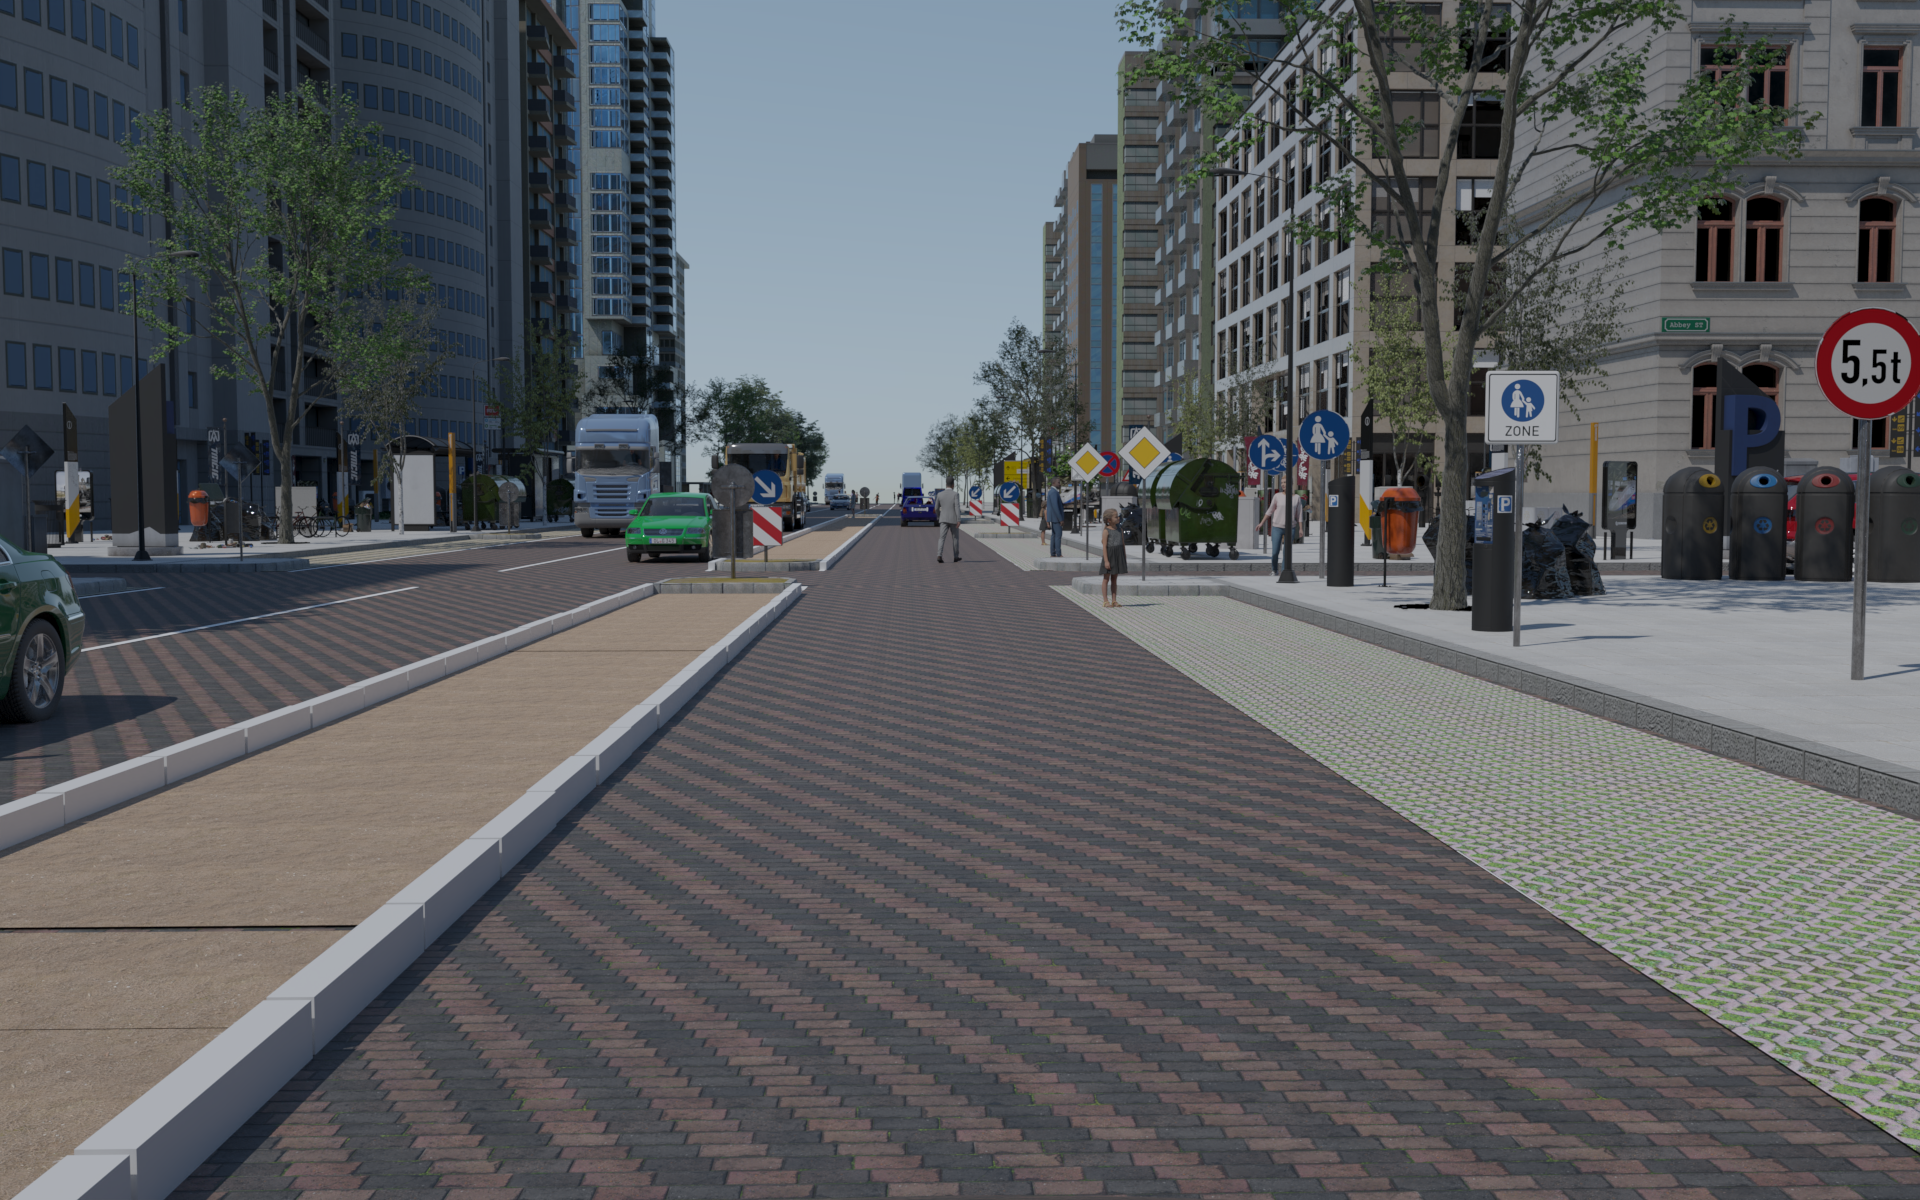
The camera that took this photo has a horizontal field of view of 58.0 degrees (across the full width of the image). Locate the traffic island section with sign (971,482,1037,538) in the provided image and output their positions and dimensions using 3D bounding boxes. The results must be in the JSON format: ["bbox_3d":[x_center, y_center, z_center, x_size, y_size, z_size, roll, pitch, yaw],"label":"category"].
[{"bbox_3d":[1.464,-2.926,56.464,1.989,1.847,2.006,0,4,-2],"label":"traffic island section with sign"}]

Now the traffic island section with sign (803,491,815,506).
[{"bbox_3d":[-19.353,-12.612,214.840,1.989,1.847,2.006,0,4,-2],"label":"traffic island section with sign"}]

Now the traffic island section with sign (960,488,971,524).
[{"bbox_3d":[0.612,-4.574,83.406,1.989,1.847,2.006,0,4,-2],"label":"traffic island section with sign"}]

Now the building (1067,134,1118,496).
[{"bbox_3d":[20.928,-34.616,216.076,14.600,45.320,14.200,0,4,-2],"label":"building"}]

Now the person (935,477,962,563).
[{"bbox_3d":[-0.242,-1.678,36.211,0.678,1.792,0.850,2,4,24],"label":"person"}]

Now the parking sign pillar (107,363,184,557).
[{"bbox_3d":[-17.014,-2.912,36.078,1.447,3.967,1.447,1,4,14],"label":"parking sign pillar"}]

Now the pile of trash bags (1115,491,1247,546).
[{"bbox_3d":[5.508,-2.072,43.630,3.447,1.369,1.912,1,4,11],"label":"pile of trash bags"}]

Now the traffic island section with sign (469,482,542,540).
[{"bbox_3d":[-14.437,-2.847,55.181,1.989,1.847,2.006,0,4,-2],"label":"traffic island section with sign"}]

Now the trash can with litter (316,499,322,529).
[{"bbox_3d":[-24.043,-3.179,63.035,1.678,1.210,2.233,2,4,33],"label":"trash can with litter"}]

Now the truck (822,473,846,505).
[{"bbox_3d":[-16.284,-14.742,230.784,2.967,4.110,18.799,0,4,-1],"label":"truck"}]

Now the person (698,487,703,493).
[{"bbox_3d":[-13.354,-4.949,89.761,0.599,1.781,0.374,-1,4,-11],"label":"person"}]

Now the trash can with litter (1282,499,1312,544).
[{"bbox_3d":[8.533,-2.015,44.329,0.624,1.170,1.055,2,4,35],"label":"trash can with litter"}]

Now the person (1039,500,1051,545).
[{"bbox_3d":[2.376,-2.140,48.164,0.373,1.253,0.362,-1,4,-10],"label":"person"}]

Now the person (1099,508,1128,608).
[{"bbox_3d":[1.947,-0.528,21.806,0.362,1.253,0.373,-2,4,-31],"label":"person"}]

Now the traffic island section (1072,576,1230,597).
[{"bbox_3d":[2.733,-0.203,25.603,2.009,0.180,2.903,0,4,-2],"label":"traffic island section"}]

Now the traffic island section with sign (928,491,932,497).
[{"bbox_3d":[-1.746,-9.290,160.526,1.989,1.847,2.006,0,4,-2],"label":"traffic island section with sign"}]

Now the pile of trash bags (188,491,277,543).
[{"bbox_3d":[-19.958,-2.271,46.886,1.912,1.369,3.447,0,4,0],"label":"pile of trash bags"}]

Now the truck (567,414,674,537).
[{"bbox_3d":[-11.688,-4.553,64.195,2.967,4.110,18.799,0,4,-3],"label":"truck"}]

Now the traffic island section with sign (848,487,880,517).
[{"bbox_3d":[-5.970,-6.118,108.160,2.006,1.907,1.989,0,4,-2],"label":"traffic island section with sign"}]

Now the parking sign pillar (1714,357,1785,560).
[{"bbox_3d":[15.603,-2.798,34.223,1.447,3.967,1.447,-1,4,-15],"label":"parking sign pillar"}]

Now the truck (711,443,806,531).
[{"bbox_3d":[-7.676,-4.442,68.554,3.469,3.379,9.791,0,4,-1],"label":"truck"}]

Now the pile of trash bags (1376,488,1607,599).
[{"bbox_3d":[6.795,-0.799,22.817,1.912,1.369,3.447,-2,4,-31],"label":"pile of trash bags"}]

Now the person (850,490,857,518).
[{"bbox_3d":[-6.332,-5.702,102.726,0.522,1.701,0.512,-2,4,-28],"label":"person"}]

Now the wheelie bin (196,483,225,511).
[{"bbox_3d":[-22.007,-2.618,50.710,0.693,1.594,0.980,2,4,30],"label":"wheelie bin"}]

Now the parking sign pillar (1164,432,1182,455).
[{"bbox_3d":[8.937,-5.296,75.063,1.447,3.967,1.447,-1,4,-10],"label":"parking sign pillar"}]

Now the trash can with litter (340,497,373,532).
[{"bbox_3d":[-20.303,-2.865,58.237,1.055,1.170,0.624,0,4,-5],"label":"trash can with litter"}]

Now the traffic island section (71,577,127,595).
[{"bbox_3d":[-13.501,-0.173,25.110,2.009,0.180,2.903,0,4,-2],"label":"traffic island section"}]

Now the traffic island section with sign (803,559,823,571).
[{"bbox_3d":[-3.650,-1.524,33.057,2.006,1.907,1.989,0,4,-2],"label":"traffic island section with sign"}]

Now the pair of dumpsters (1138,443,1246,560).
[{"bbox_3d":[4.714,-2.016,35.451,1.574,2.255,4.437,0,4,-2],"label":"pair of dumpsters"}]

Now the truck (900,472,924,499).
[{"bbox_3d":[-5.783,-13.391,208.698,2.967,4.110,18.799,0,4,-2],"label":"truck"}]

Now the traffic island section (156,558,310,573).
[{"bbox_3d":[-13.746,-0.661,33.092,2.009,0.180,2.903,0,4,-2],"label":"traffic island section"}]

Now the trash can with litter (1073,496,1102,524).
[{"bbox_3d":[5.907,-3.932,75.349,2.233,1.210,1.678,-3,5,-40],"label":"trash can with litter"}]

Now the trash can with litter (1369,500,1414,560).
[{"bbox_3d":[8.502,-1.379,33.926,0.624,1.170,1.055,-2,4,-25],"label":"trash can with litter"}]

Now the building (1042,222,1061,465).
[{"bbox_3d":[19.315,-35.345,261.478,14.154,41.232,14.086,0,4,-2],"label":"building"}]

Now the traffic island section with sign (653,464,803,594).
[{"bbox_3d":[-3.432,-1.071,25.653,2.006,1.907,1.989,0,4,-2],"label":"traffic island section with sign"}]

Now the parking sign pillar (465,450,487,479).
[{"bbox_3d":[-25.988,-6.403,93.169,1.447,3.967,1.447,2,4,30],"label":"parking sign pillar"}]

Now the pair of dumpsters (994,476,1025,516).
[{"bbox_3d":[2.808,-5.834,97.886,1.574,2.255,4.437,0,4,-2],"label":"pair of dumpsters"}]

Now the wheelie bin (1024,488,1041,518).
[{"bbox_3d":[3.906,-5.188,92.735,0.980,1.594,0.693,1,4,9],"label":"wheelie bin"}]

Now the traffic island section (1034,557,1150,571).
[{"bbox_3d":[2.487,-0.691,33.584,2.009,0.180,2.903,0,4,-2],"label":"traffic island section"}]

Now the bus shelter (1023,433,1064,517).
[{"bbox_3d":[4.830,-7.478,99.895,2.179,5.291,8.768,0,4,-2],"label":"bus shelter"}]

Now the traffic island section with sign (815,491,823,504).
[{"bbox_3d":[-20.186,-14.274,242.011,1.989,1.847,2.006,0,4,-2],"label":"traffic island section with sign"}]

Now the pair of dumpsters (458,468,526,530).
[{"bbox_3d":[-17.019,-3.703,63.039,1.574,2.255,4.437,0,4,-2],"label":"pair of dumpsters"}]

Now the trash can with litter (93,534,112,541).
[{"bbox_3d":[-23.484,-2.285,48.425,2.233,1.210,1.678,3,4,38],"label":"trash can with litter"}]

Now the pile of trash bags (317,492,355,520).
[{"bbox_3d":[-31.179,-4.691,86.451,1.912,1.369,3.447,-2,4,-24],"label":"pile of trash bags"}]

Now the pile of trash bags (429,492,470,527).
[{"bbox_3d":[-20.918,-3.666,69.691,1.912,1.369,3.447,-2,4,-25],"label":"pile of trash bags"}]

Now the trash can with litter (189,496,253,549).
[{"bbox_3d":[-17.714,-1.852,41.343,1.678,1.210,2.233,1,4,13],"label":"trash can with litter"}]

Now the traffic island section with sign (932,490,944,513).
[{"bbox_3d":[-0.917,-7.643,133.583,1.989,1.847,2.006,0,4,-2],"label":"traffic island section with sign"}]

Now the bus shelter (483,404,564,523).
[{"bbox_3d":[-20.283,-6.275,80.224,2.179,5.291,8.768,0,4,-2],"label":"bus shelter"}]

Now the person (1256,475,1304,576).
[{"bbox_3d":[5.152,-1.153,28.030,0.731,1.740,0.598,0,4,1],"label":"person"}]

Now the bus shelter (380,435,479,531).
[{"bbox_3d":[-18.894,-4.165,62.018,2.014,3.302,5.546,0,4,-2],"label":"bus shelter"}]

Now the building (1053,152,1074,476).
[{"bbox_3d":[24.585,-37.863,238.661,23.786,49.044,30.456,0,4,-2],"label":"building"}]

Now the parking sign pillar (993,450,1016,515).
[{"bbox_3d":[2.785,-7.221,106.533,1.447,3.967,1.447,0,4,2],"label":"parking sign pillar"}]
